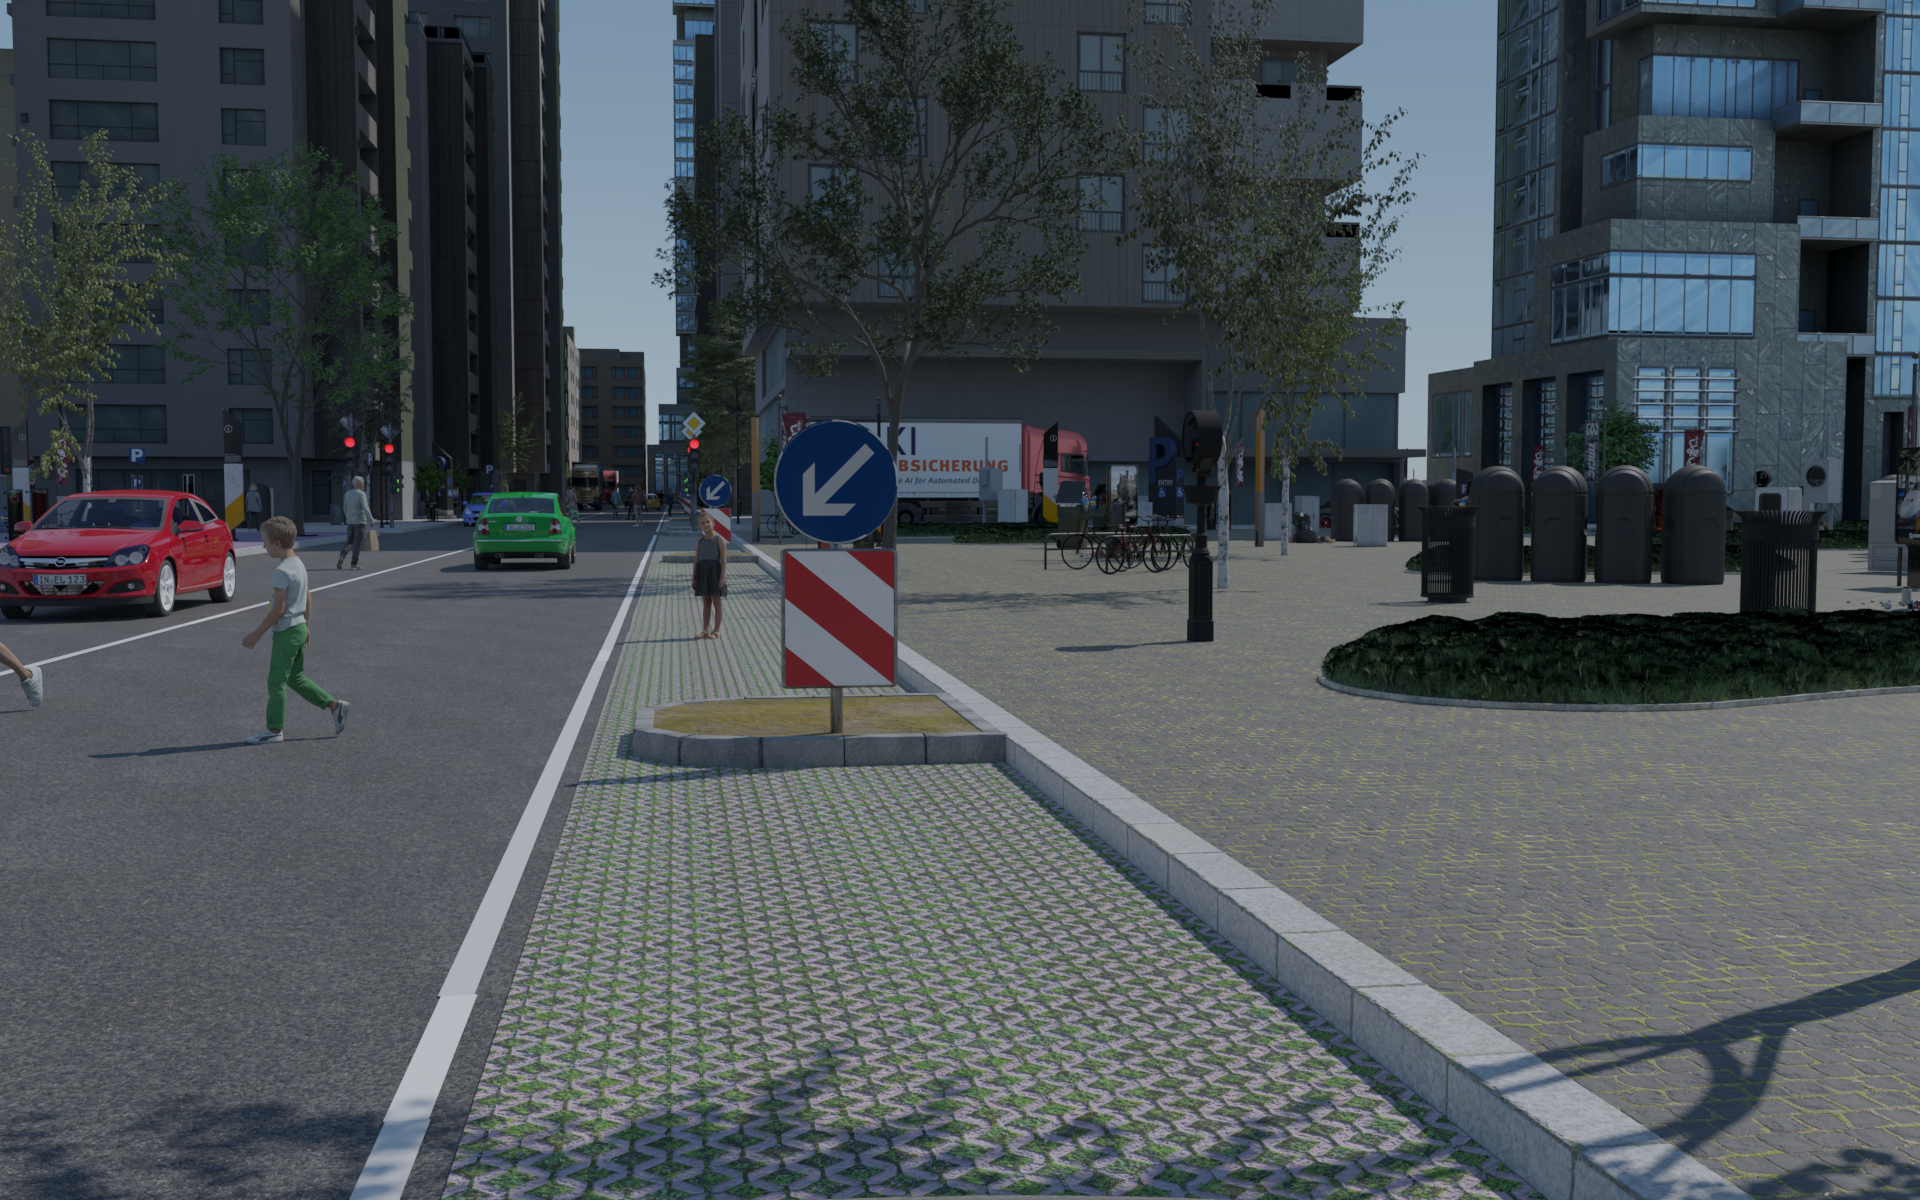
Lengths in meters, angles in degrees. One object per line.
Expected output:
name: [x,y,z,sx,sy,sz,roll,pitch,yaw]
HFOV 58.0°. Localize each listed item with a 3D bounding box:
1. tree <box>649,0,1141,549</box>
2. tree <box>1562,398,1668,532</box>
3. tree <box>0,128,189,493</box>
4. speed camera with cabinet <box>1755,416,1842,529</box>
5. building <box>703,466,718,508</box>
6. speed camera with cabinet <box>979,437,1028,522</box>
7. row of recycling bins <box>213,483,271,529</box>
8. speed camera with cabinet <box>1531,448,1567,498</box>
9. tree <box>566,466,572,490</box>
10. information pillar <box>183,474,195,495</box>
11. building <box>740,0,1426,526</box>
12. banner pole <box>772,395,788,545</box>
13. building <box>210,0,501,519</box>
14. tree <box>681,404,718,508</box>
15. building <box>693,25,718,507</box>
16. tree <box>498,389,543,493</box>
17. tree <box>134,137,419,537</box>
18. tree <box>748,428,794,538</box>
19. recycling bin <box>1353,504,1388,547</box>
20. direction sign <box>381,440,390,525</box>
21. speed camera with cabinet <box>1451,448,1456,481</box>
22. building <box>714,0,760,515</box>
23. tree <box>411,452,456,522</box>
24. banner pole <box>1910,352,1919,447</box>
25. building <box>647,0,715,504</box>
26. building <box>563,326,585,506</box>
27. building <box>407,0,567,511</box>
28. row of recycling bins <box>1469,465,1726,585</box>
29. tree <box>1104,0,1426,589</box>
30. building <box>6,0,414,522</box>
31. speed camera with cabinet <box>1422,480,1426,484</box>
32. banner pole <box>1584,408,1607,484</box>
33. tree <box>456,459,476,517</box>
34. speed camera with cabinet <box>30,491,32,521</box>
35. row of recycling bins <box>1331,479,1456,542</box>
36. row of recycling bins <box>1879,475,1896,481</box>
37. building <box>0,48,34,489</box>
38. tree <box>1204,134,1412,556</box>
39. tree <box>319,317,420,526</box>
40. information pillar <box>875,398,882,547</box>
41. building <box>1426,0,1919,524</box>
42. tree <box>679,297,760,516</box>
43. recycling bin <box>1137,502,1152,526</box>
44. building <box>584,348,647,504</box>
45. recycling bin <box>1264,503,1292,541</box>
tree: [-1.277,-5.789,29.067,8.767,10.594,7.601,0,4,4]
tree: [22.389,-4.610,59.089,4.285,4.588,4.351,0,3,0]
tree: [-17.560,-5.123,34.123,4.737,8.622,4.395,0,3,0]
speed camera with cabinet: [21.541,-3.072,44.556,0.660,3.252,2.038,-2,4,-30]
building: [-12.951,-43.923,156.385,20.563,71.187,20.611,-1,4,-9]
speed camera with cabinet: [1.490,-3.987,59.525,0.660,3.252,2.038,-3,4,-37]
row of recycling bins: [-27.059,-3.553,65.203,3.534,1.692,1.069,3,5,43]
speed camera with cabinet: [25.565,-4.927,74.897,0.660,3.252,2.038,-1,4,-17]
tree: [-42.343,-12.242,183.869,4.285,4.588,4.351,0,3,0]
information pillar: [-28.872,-3.694,64.882,0.304,2.012,0.304,3,4,38]
building: [3.357,-30.031,80.241,27.495,52.752,28.713,-1,4,-9]
banner pole: [-4.446,-3.270,43.481,0.401,3.779,0.863,-2,4,-26]
building: [-36.524,-20.515,107.120,14.160,30.474,14.107,-1,4,-9]
tree: [-19.768,-11.387,136.538,4.737,8.622,4.395,0,3,0]
building: [-16.408,-33.912,178.162,21.300,48.544,21.600,-1,4,-9]
tree: [-31.697,-10.484,121.768,4.737,8.622,4.395,0,3,0]
tree: [-20.101,-7.715,51.893,9.928,11.665,9.643,0,3,0]
tree: [-5.499,-3.450,51.013,1.663,3.219,1.824,0,3,0]
recycling bin: [10.048,-1.827,42.418,0.722,1.027,0.722,0,4,4]
direction sign: [-23.940,-4.908,72.245,0.379,3.537,0.876,1,4,11]
speed camera with cabinet: [21.051,-4.822,73.181,0.660,3.252,2.038,1,4,18]
building: [-6.411,-35.369,120.282,21.231,58.520,28.212,-1,4,-9]
tree: [-24.541,-5.230,80.104,1.663,3.219,1.824,0,3,0]
banner pole: [17.003,-2.492,30.765,0.863,3.779,0.401,-3,5,-41]
building: [-27.005,-56.424,235.198,31.000,86.520,22.319,-1,4,-9]
building: [-58.793,-21.599,198.190,28.899,21.520,27.650,-1,4,-9]
building: [-37.505,-27.325,130.353,14.154,41.232,14.086,-1,4,-9]
row of recycling bins: [9.243,-1.110,25.261,3.534,1.692,1.069,1,4,22]
tree: [3.673,-4.449,23.104,4.360,8.622,3.978,0,3,0]
building: [-33.560,-18.840,79.737,14.160,30.474,14.107,-1,4,-9]
speed camera with cabinet: [29.872,-7.238,112.672,0.660,3.252,2.038,-1,4,-15]
banner pole: [18.677,-3.720,50.835,0.401,3.779,0.863,-3,4,-39]
tree: [-28.023,-6.231,96.479,1.663,3.219,1.824,0,3,0]
speed camera with cabinet: [-43.464,-5.302,81.021,2.038,3.252,0.660,0,4,-3]
row of recycling bins: [11.922,-2.451,47.192,3.534,1.692,1.069,0,4,3]
row of recycling bins: [21.253,-1.801,36.562,3.534,1.692,1.069,2,4,24]
building: [-105.551,-34.818,192.979,21.600,48.544,21.300,-1,4,-9]
tree: [7.018,-5.240,36.034,4.737,8.622,4.395,0,3,0]
tree: [-23.611,-7.250,68.907,4.360,8.622,3.978,0,3,0]
information pillar: [-1.960,-3.093,41.931,0.183,3.616,0.504,0,4,-3]
building: [40.538,-47.094,82.666,31.000,86.520,22.319,-1,4,-9]
tree: [-12.642,-11.100,99.608,7.486,12.596,7.792,0,3,0]
recycling bin: [5.602,-2.548,54.213,0.722,1.027,0.722,0,4,-5]
building: [-57.198,-23.775,233.760,28.899,21.520,27.650,-1,4,-9]
recycling bin: [8.815,-2.175,48.117,0.722,1.027,0.722,0,4,6]
